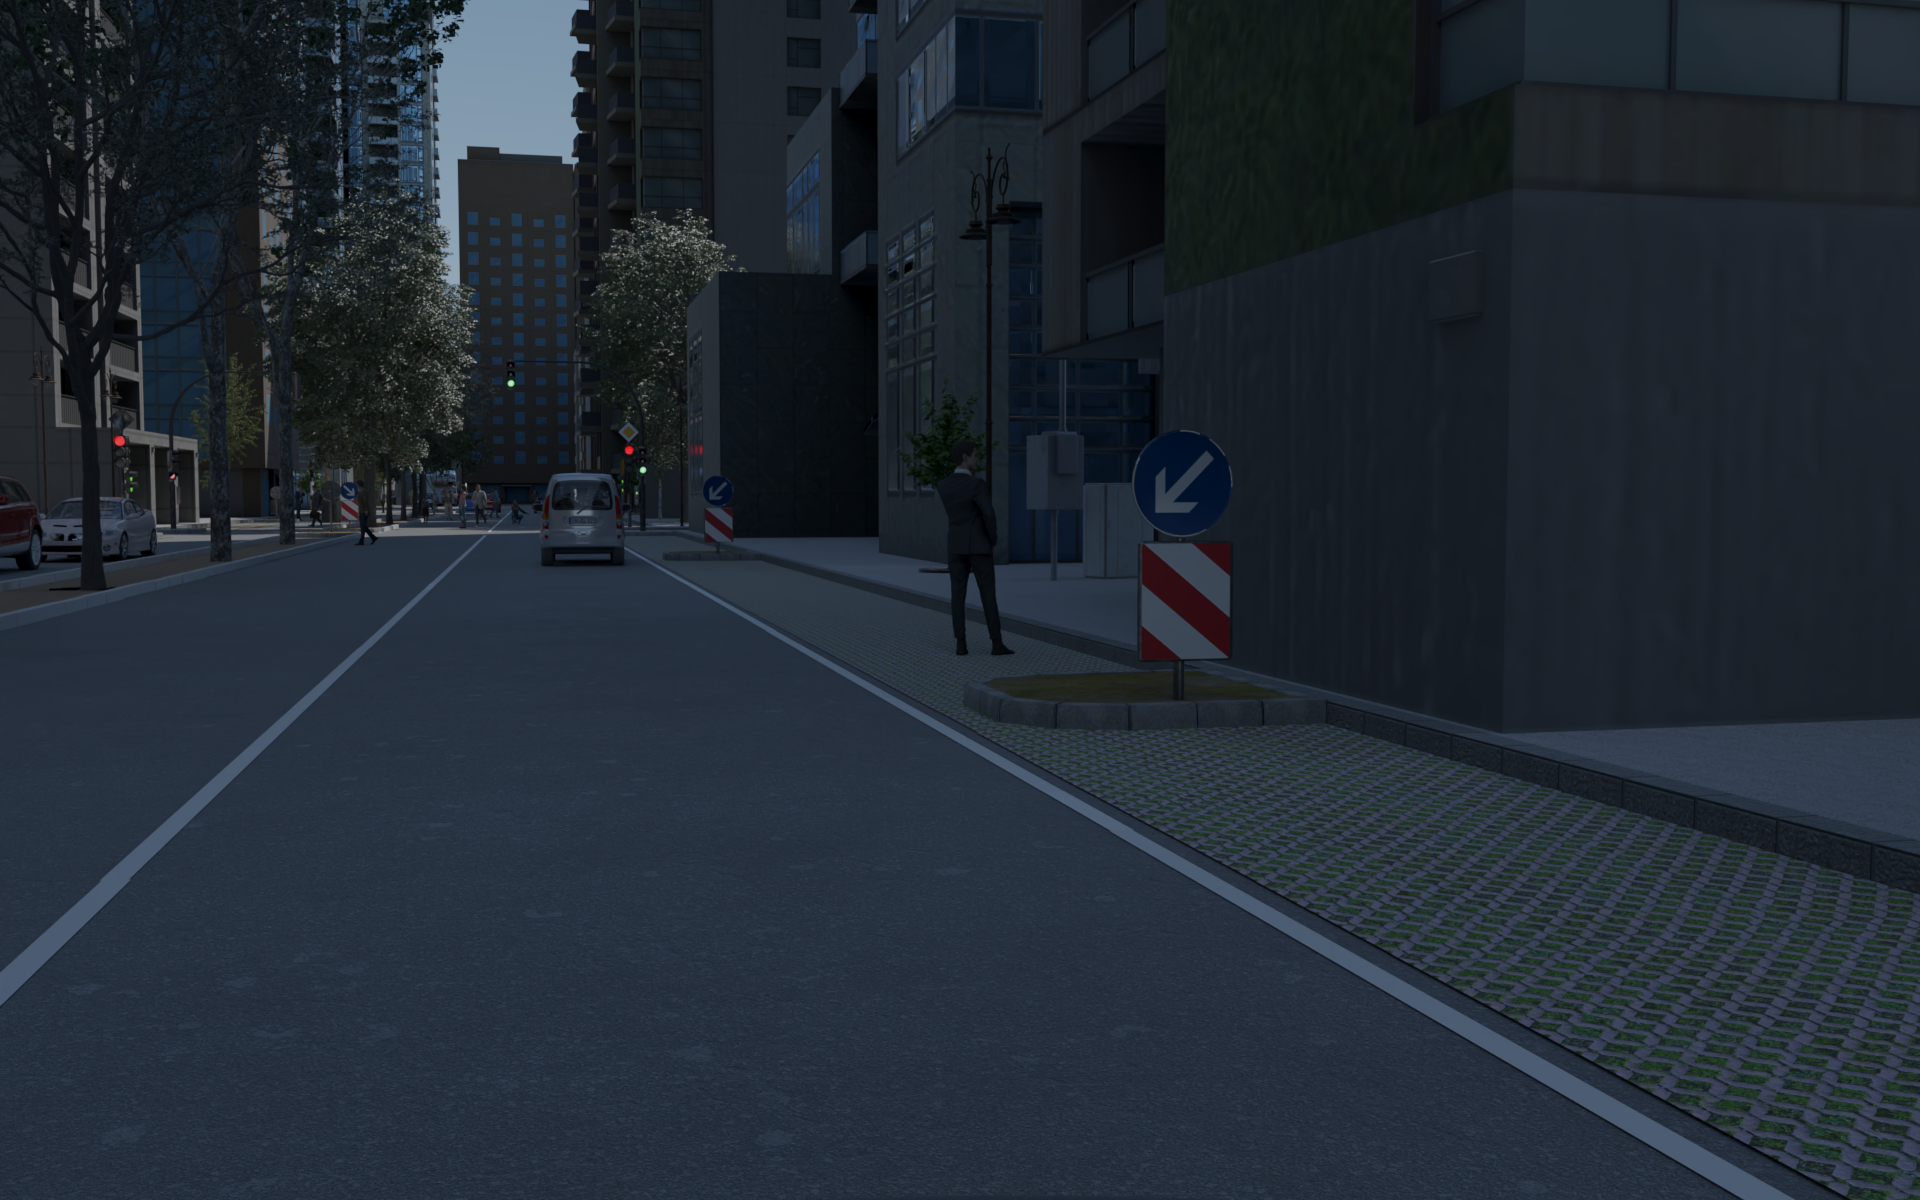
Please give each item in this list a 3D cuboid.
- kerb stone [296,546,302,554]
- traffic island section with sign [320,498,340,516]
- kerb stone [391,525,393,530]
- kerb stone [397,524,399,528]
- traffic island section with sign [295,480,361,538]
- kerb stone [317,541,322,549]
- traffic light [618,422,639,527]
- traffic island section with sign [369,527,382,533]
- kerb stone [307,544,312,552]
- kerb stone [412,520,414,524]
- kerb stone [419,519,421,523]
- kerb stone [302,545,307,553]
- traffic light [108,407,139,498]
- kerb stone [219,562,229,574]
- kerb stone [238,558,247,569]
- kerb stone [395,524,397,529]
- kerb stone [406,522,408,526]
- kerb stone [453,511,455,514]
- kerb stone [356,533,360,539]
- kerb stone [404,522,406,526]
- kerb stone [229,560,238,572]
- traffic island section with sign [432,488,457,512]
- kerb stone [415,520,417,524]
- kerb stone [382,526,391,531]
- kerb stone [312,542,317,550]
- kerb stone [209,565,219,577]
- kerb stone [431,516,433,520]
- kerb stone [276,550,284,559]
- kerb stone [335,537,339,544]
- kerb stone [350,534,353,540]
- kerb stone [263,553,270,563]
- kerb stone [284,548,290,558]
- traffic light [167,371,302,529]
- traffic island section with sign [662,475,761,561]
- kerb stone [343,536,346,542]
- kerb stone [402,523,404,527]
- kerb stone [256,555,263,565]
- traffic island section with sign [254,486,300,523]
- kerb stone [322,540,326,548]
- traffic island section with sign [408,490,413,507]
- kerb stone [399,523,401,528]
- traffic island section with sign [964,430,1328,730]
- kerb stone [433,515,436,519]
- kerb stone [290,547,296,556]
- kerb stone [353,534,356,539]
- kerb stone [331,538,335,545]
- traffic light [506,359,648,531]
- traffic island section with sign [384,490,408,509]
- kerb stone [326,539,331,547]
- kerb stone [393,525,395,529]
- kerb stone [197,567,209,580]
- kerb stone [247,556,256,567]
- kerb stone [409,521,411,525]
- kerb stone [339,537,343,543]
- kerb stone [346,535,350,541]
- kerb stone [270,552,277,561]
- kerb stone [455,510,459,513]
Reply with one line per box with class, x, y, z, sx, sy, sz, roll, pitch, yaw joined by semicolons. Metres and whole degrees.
kerb stone;-15.804;-1.155;41.079;0.120;0.150;1.000;-1;4;-14
traffic island section with sign;-41.155;-6.456;114.176;1.989;1.847;2.006;-1;4;-14
kerb stone;-22.602;-2.829;68.443;0.120;0.150;1.000;-1;4;-14
kerb stone;-23.346;-3.011;71.421;0.120;0.150;1.000;-1;4;-14
traffic island section with sign;-21.015;-3.030;57.671;2.006;1.907;1.989;-1;4;-14
kerb stone;-16.796;-1.395;45.049;0.120;0.150;1.000;-1;4;-14
traffic light;-12.922;-4.809;67.540;0.839;4.253;0.868;-1;4;-14
traffic island section with sign;-22.792;-3.470;64.863;2.006;1.907;1.989;-1;4;-14
kerb stone;-16.294;-1.272;43.067;0.120;0.150;1.000;-1;4;-14
kerb stone;-25.574;-3.560;80.394;0.120;0.150;1.000;-1;4;-14
kerb stone;-26.817;-3.865;85.388;0.120;0.150;1.000;-1;4;-14
kerb stone;-16.047;-1.216;42.072;0.120;0.150;1.000;-1;4;-14
traffic light;-26.970;-4.092;55.820;0.839;4.253;0.868;-1;4;-14
kerb stone;-13.327;-0.545;31.103;0.120;0.150;1.000;-1;4;-14
kerb stone;-13.824;-0.667;33.101;0.120;0.150;1.000;-1;4;-14
kerb stone;-23.088;-2.950;70.432;0.120;0.150;1.000;-1;4;-14
kerb stone;-24.582;-3.316;76.412;0.120;0.150;1.000;-1;4;-14
kerb stone;-36.463;-6.239;124.239;0.120;0.150;1.000;-1;4;-14
kerb stone;-19.263;-2.006;55.012;0.120;0.150;1.000;-1;4;-14
kerb stone;-24.335;-3.252;75.413;0.120;0.150;1.000;-1;4;-14
kerb stone;-13.574;-0.604;32.110;0.120;0.150;1.000;-1;4;-14
traffic island section with sign;-40.920;-7.930;137.790;2.006;1.907;1.989;-1;4;-14
kerb stone;-26.072;-3.682;82.401;0.120;0.150;1.000;-1;4;-14
kerb stone;-22.360;-2.765;67.450;0.120;0.150;1.000;-1;4;-14
kerb stone;-16.546;-1.337;44.058;0.120;0.150;1.000;-1;4;-14
kerb stone;-13.084;-0.484;30.105;0.120;0.150;1.000;-1;4;-14
kerb stone;-29.533;-4.536;96.352;0.120;0.150;1.000;-1;4;-14
kerb stone;-15.063;-0.973;38.102;0.120;0.150;1.000;-1;4;-14
kerb stone;-17.775;-1.642;49.038;0.120;0.150;1.000;-1;4;-14
kerb stone;-18.768;-1.885;53.016;0.120;0.150;1.000;-1;4;-14
kerb stone;-14.574;-0.844;36.108;0.120;0.150;1.000;-1;4;-14
kerb stone;-15.308;-1.034;39.094;0.120;0.150;1.000;-1;4;-14
traffic light;-26.886;-5.470;64.105;4.771;5.953;1.251;-1;4;-14
traffic island section with sign;-5.461;-1.782;37.770;1.989;1.847;2.006;-1;4;-14
kerb stone;-18.267;-1.763;51.028;0.120;0.150;1.000;-1;4;-14
kerb stone;-24.087;-3.191;74.414;0.120;0.150;1.000;-1;4;-14
kerb stone;-14.323;-0.790;35.110;0.120;0.150;1.000;-1;4;-14
traffic island section with sign;-34.597;-4.840;87.766;1.989;1.847;2.006;-1;4;-14
kerb stone;-17.042;-1.458;46.041;0.120;0.150;1.000;-1;4;-14
traffic island section with sign;-59.677;-11.014;188.704;1.989;1.847;2.006;-1;4;-14
kerb stone;-23.586;-3.070;72.415;0.120;0.150;1.000;-1;4;-14
traffic island section with sign;1.092;-0.171;11.422;1.989;1.847;2.006;-1;4;-14
kerb stone;-30.283;-4.718;99.342;0.120;0.150;1.000;-1;4;-14
kerb stone;-15.554;-1.088;40.086;0.120;0.150;1.000;-1;4;-14
kerb stone;-19.021;-1.946;54.012;0.120;0.150;1.000;-1;4;-14
kerb stone;-17.537;-1.579;48.044;0.120;0.150;1.000;-1;4;-14
traffic light;-13.006;-5.167;59.149;4.771;5.953;1.251;-1;4;-14
traffic island section with sign;-53.166;-9.414;162.544;1.989;1.847;2.006;-1;4;-14
kerb stone;-17.282;-1.518;47.042;0.120;0.150;1.000;-1;4;-14
kerb stone;-22.850;-2.887;69.435;0.120;0.150;1.000;-1;4;-14
kerb stone;-12.826;-0.422;29.115;0.120;0.150;1.000;-1;4;-14
kerb stone;-14.065;-0.728;34.105;0.120;0.150;1.000;-1;4;-14
kerb stone;-25.080;-3.438;78.407;0.120;0.150;1.000;-1;4;-14
kerb stone;-18.029;-1.703;50.034;0.120;0.150;1.000;-1;4;-14
kerb stone;-18.522;-1.820;52.018;0.120;0.150;1.000;-1;4;-14
kerb stone;-14.816;-0.903;37.102;0.120;0.150;1.000;-1;4;-14
kerb stone;-38.684;-6.782;133.188;0.120;0.150;1.000;-1;4;-14
